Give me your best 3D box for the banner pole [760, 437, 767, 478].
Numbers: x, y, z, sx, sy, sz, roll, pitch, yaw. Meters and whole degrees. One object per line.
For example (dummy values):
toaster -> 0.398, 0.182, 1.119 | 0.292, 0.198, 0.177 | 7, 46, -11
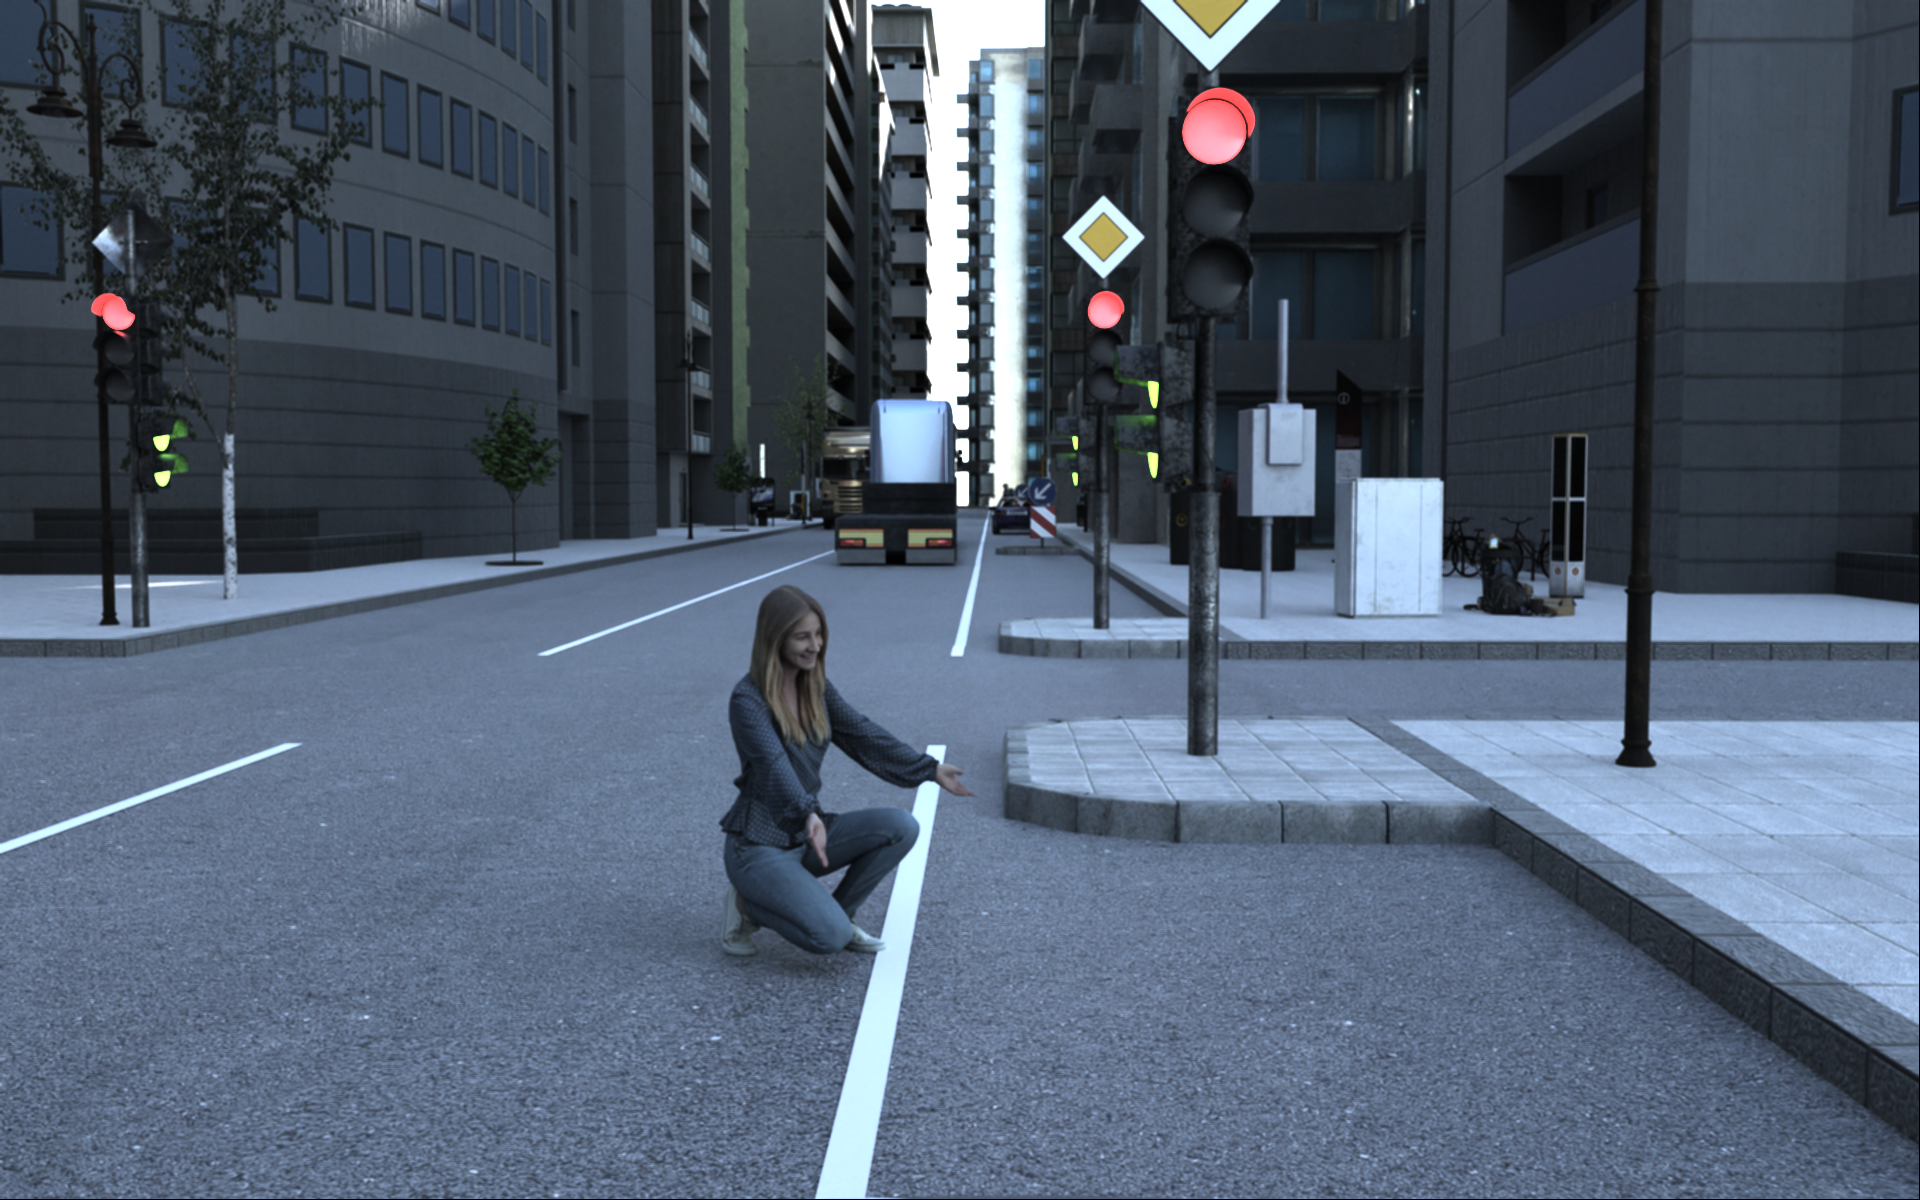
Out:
banner pole -> -8.611, -5.265, 76.094 | 0.401, 3.779, 0.863 | -2, 4, -29

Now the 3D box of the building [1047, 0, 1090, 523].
building -> 11.115, -18.972, 81.894 | 14.160, 30.474, 14.107 | 0, 4, 1

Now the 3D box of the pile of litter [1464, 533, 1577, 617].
pile of litter -> 6.114, -0.300, 18.877 | 1.176, 0.858, 1.719 | 1, 4, 15

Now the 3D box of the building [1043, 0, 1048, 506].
building -> 16.532, -35.632, 124.581 | 21.231, 58.520, 28.212 | 0, 4, 1

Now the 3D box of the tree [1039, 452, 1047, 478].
tree -> 6.016, -6.827, 95.336 | 4.285, 4.588, 4.351 | 0, 3, 0

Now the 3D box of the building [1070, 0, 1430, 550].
building -> 14.723, -26.387, 51.028 | 23.786, 49.044, 30.456 | 0, 4, 1

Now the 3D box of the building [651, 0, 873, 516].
building -> -13.528, -26.693, 120.021 | 14.154, 41.232, 14.086 | 0, 4, 1

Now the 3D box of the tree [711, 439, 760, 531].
tree -> -7.745, -4.016, 60.264 | 1.663, 3.219, 1.824 | 0, 3, 0

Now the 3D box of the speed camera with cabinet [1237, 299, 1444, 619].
speed camera with cabinet -> 3.948, -1.447, 17.990 | 2.038, 3.252, 0.660 | 0, 4, -7

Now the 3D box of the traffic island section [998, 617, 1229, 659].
traffic island section -> 1.371, 0.352, 16.532 | 2.009, 0.180, 2.903 | 0, 4, 1

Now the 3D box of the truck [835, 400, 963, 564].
truck -> -1.334, -3.297, 43.663 | 2.967, 4.110, 18.799 | 0, 4, 0

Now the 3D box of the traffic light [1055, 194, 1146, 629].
traffic light -> 1.331, -1.682, 16.419 | 0.839, 4.253, 0.868 | 0, 4, 1

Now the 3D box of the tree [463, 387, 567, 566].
tree -> -7.966, -2.251, 31.401 | 1.663, 3.219, 1.824 | 0, 3, 0

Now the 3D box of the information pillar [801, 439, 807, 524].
information pillar -> -6.652, -5.030, 73.591 | 0.183, 3.616, 0.504 | 0, 4, 3

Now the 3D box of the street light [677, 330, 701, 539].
street light -> -7.663, -4.665, 49.064 | 0.468, 5.910, 1.993 | 0, 4, 1

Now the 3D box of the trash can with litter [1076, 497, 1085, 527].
trash can with litter -> 4.924, -3.501, 68.633 | 0.624, 1.170, 1.055 | 0, 4, -2

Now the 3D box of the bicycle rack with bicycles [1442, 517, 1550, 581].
bicycle rack with bicycles -> 7.418, -0.789, 26.283 | 2.852, 0.926, 2.925 | -1, 4, -17

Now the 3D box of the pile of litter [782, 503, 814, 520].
pile of litter -> -8.093, -4.377, 85.524 | 1.719, 0.858, 1.176 | 1, 4, 17

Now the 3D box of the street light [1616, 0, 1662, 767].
street light -> 3.204, -2.156, 8.033 | 0.468, 5.910, 1.993 | 0, 4, 1

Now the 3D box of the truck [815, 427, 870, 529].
truck -> -4.460, -5.217, 74.211 | 2.839, 4.237, 11.283 | 0, 4, -1

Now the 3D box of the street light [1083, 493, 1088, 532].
street light -> 4.258, -5.243, 58.516 | 0.468, 5.910, 1.993 | 0, 4, 1

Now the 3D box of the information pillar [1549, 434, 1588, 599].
information pillar -> 7.466, -1.025, 21.257 | 0.304, 2.012, 0.304 | -1, 4, -23

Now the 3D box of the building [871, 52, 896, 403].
building -> -17.901, -28.133, 151.852 | 23.993, 40.220, 32.217 | 0, 4, 1

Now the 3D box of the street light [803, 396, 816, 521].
street light -> -7.077, -6.661, 81.696 | 0.468, 5.910, 1.993 | 0, 4, 1

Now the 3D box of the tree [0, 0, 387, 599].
tree -> -9.167, -4.317, 20.944 | 4.360, 8.622, 3.978 | 0, 3, 0

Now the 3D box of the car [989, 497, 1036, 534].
car -> 2.032, -3.076, 62.875 | 1.945, 1.354, 3.894 | 0, 4, 0

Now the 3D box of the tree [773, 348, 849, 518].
tree -> -7.658, -8.429, 88.172 | 4.737, 8.622, 4.395 | 0, 3, 0

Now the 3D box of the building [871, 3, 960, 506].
building -> -14.061, -36.683, 189.008 | 27.495, 52.752, 28.713 | 0, 4, 1

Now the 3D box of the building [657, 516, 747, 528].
building -> -16.221, -23.472, 67.363 | 14.154, 41.232, 14.086 | 0, 4, 1

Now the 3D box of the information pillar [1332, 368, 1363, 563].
information pillar -> 7.222, -2.502, 32.262 | 0.504, 3.616, 0.183 | 1, 4, 23

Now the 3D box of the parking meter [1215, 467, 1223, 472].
parking meter -> 5.346, -1.874, 36.357 | 0.255, 1.863, 0.399 | 3, 5, 44

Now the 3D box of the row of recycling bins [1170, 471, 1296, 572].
row of recycling bins -> 4.758, -1.420, 30.331 | 1.069, 1.692, 3.534 | -1, 4, -20

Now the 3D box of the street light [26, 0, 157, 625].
street light -> -8.352, -2.694, 16.830 | 0.468, 5.910, 1.993 | 0, 4, 1

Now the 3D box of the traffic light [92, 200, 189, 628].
traffic light -> -7.879, -1.692, 16.578 | 0.839, 4.253, 0.868 | 0, 4, 1

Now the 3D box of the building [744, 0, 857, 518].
building -> -17.618, -29.258, 102.063 | 21.300, 48.544, 21.600 | 0, 4, 1

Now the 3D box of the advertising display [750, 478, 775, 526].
advertising display -> -7.848, -3.892, 68.843 | 0.974, 1.923, 0.123 | 0, 4, 7

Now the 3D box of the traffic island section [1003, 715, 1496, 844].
traffic island section -> 1.219, 0.840, 8.548 | 2.009, 0.180, 2.903 | 0, 4, 1

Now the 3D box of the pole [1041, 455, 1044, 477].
pole -> 4.348, -5.946, 91.058 | 0.158, 3.312, 0.155 | 0, 3, 0

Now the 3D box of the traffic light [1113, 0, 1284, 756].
traffic light -> 1.179, -1.194, 8.435 | 0.839, 4.253, 0.868 | 0, 4, 1

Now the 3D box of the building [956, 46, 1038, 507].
building -> 14.857, -34.635, 185.887 | 30.456, 49.044, 23.786 | 0, 4, 1

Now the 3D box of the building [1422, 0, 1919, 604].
building -> 23.298, -29.521, 24.662 | 28.212, 58.520, 21.231 | 0, 4, 1

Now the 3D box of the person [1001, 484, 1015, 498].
person -> 1.958, -3.776, 70.043 | 0.655, 1.846, 0.447 | 3, 4, 37

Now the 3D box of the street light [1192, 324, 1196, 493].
street light -> 3.585, -3.268, 26.221 | 0.468, 5.910, 1.993 | 0, 4, 1

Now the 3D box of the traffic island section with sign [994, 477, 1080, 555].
traffic island section with sign -> 1.849, -2.006, 41.422 | 1.989, 1.847, 2.006 | 0, 4, 1

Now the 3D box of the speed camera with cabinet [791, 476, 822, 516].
speed camera with cabinet -> -7.902, -5.943, 91.512 | 2.038, 3.252, 0.660 | -1, 4, -14

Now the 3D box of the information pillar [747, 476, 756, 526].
information pillar -> -8.477, -4.032, 70.413 | 0.304, 2.012, 0.304 | -1, 4, -20

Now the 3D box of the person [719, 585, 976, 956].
person -> -0.361, 0.526, 5.402 | 0.738, 1.151, 1.012 | 3, 4, 38

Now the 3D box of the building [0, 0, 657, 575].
building -> -20.094, -30.325, 37.809 | 21.231, 58.520, 28.212 | 0, 4, 1
